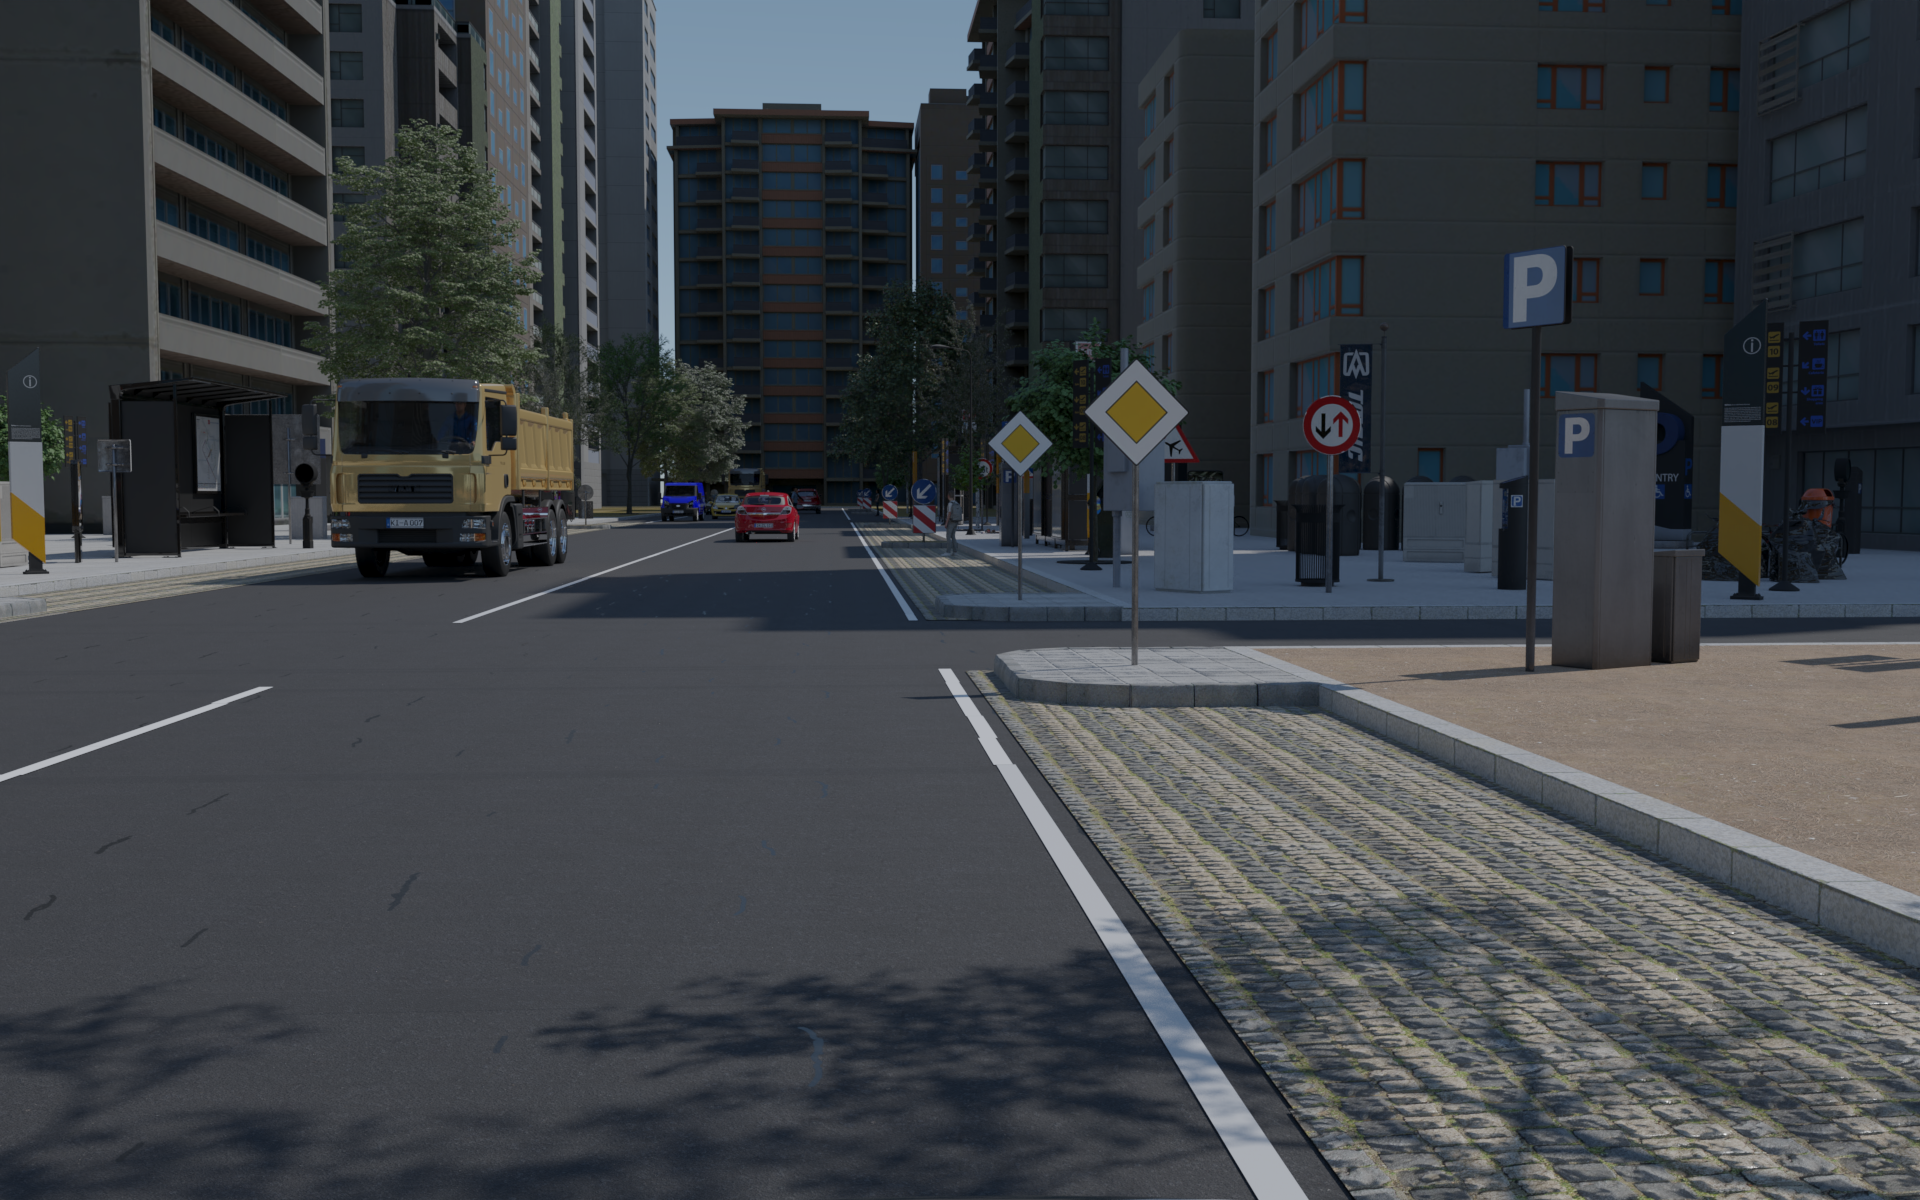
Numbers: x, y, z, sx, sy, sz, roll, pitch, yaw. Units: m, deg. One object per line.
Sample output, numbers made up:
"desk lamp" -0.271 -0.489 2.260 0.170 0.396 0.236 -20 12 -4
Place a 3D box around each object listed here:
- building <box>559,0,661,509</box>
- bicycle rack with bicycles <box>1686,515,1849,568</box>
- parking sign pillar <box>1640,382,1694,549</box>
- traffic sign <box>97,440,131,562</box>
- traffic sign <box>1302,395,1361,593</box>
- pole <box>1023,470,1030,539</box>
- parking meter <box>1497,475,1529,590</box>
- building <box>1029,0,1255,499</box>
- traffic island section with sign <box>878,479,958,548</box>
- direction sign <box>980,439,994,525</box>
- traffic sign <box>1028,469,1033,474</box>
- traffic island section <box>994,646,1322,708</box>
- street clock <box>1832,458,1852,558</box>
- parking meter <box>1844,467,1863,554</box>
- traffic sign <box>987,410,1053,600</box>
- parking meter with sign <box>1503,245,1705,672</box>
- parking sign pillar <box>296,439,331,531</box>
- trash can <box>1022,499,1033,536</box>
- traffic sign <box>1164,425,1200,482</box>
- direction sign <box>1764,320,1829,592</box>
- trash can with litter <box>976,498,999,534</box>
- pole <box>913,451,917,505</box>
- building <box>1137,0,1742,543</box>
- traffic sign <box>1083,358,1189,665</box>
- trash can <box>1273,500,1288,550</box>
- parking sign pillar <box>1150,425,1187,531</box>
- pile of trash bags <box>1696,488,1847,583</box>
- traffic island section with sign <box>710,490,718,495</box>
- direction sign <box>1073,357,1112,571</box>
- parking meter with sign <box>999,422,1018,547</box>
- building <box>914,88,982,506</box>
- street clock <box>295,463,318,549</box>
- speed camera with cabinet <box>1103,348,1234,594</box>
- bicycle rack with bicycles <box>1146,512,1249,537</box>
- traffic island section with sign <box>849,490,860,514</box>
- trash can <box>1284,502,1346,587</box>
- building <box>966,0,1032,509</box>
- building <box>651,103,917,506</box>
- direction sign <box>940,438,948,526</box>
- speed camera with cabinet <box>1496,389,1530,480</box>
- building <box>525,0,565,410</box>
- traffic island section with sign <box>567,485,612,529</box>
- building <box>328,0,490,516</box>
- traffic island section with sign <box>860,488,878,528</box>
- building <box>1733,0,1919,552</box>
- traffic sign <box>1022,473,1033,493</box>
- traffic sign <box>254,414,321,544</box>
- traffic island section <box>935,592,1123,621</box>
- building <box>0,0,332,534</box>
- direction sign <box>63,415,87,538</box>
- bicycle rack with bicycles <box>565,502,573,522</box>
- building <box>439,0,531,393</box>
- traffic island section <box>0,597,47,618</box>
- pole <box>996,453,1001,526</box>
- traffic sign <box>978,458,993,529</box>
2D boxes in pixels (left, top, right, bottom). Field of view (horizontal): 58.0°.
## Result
"building" -48.236 -39.857 193.655 28.212 58.520 21.231 0 4 -4
"bicycle rack with bicycles" 14.429 -1.055 30.639 2.925 0.926 2.852 -1 4 -13
"parking sign pillar" 16.669 -3.218 41.089 1.447 3.967 1.447 -3 5 -40
"traffic sign" -15.857 -1.858 32.501 0.606 2.300 0.079 0 4 -2
"traffic sign" 4.794 -1.366 22.437 0.768 2.556 0.104 0 4 -4
"pole" 1.910 -3.415 49.672 0.158 3.312 0.155 0 3 0
"parking meter" 7.428 -0.909 23.270 0.372 1.533 0.369 0 3 0
"building" 11.040 -20.559 107.840 14.160 30.474 14.107 0 4 -4
"traffic island section with sign" -1.109 -2.303 46.274 1.989 1.847 2.006 0 4 -4
"direction sign" 1.111 -4.831 70.987 0.379 3.537 0.876 3 5 41
"traffic sign" 2.239 -2.977 48.780 0.768 2.556 0.104 0 4 2
"traffic island section" 1.329 0.567 13.003 2.009 0.180 2.903 0 4 -4
"street clock" 17.749 -1.853 34.871 0.358 2.002 0.471 3 4 38
"parking meter" 19.142 -1.921 37.126 0.255 1.863 0.399 3 5 44
"traffic sign" 0.723 -1.055 20.888 0.795 2.450 0.064 0 4 -4
"parking meter with sign" 4.824 -1.015 12.862 1.738 3.016 0.543 -2 4 -31
"parking sign pillar" -22.779 -4.422 60.766 1.447 3.967 1.447 3 4 39
"trash can" 2.009 -2.558 53.477 0.748 1.137 0.748 0 3 0
"traffic sign" 3.629 -1.804 29.500 0.884 2.594 0.081 0 4 5
"direction sign" 10.929 -1.887 22.857 0.876 3.537 0.379 2 4 35
"trash can with litter" 1.336 -2.789 56.650 1.678 1.210 2.233 -2 4 -31
"pole" -2.162 -5.448 82.919 0.158 3.312 0.155 0 3 0
"building" 22.374 -13.158 60.172 27.650 21.520 28.899 0 4 -4
"traffic sign" 1.306 -0.568 12.924 0.795 2.450 0.064 0 4 -4
"trash can" 7.574 -1.721 39.784 0.748 1.137 0.748 0 3 0
"parking sign pillar" 7.366 -4.402 60.448 1.447 3.967 1.447 -2 4 -31
"pile of trash bags" 12.598 -1.024 26.488 1.912 1.369 3.447 3 5 44
"traffic island section with sign" -21.183 -8.630 149.726 1.989 1.847 2.006 0 4 -4
"direction sign" 2.214 -2.270 29.119 0.379 3.537 0.876 -3 5 -41
"parking meter with sign" 1.218 -2.830 42.526 0.543 3.016 1.738 0 4 -4
"building" 2.344 -33.330 195.055 14.200 45.320 14.600 0 4 -4
"street clock" -15.365 -2.214 40.761 0.471 2.002 0.358 0 4 4
"speed camera with cabinet" 2.773 -1.761 23.125 0.660 3.252 2.038 -2 4 -34
"bicycle rack with bicycles" 7.413 -2.415 52.874 2.925 0.926 2.852 2 4 24
"traffic island section with sign" -6.738 -7.005 123.156 1.989 1.847 2.006 0 4 -4
"trash can" 4.983 -0.762 24.119 0.748 1.137 0.748 0 3 0
"building" 12.026 -30.282 149.731 22.147 44.769 28.867 0 4 -4
"building" -19.623 -33.176 197.053 28.867 44.769 22.147 0 4 -4
"direction sign" -0.615 -4.771 69.996 0.379 3.537 0.876 1 4 17
"speed camera with cabinet" 10.960 -2.391 33.433 0.660 3.252 2.038 3 4 37
"building" -37.646 -27.235 128.893 14.154 41.232 14.086 0 4 -4
"traffic island section with sign" -15.451 -3.845 71.486 1.989 1.847 2.006 0 4 -4
"building" -35.769 -20.115 100.588 14.160 30.474 14.107 0 4 -4
"traffic island section with sign" -3.101 -3.965 73.458 1.989 1.847 2.006 0 4 -4
"building" 27.347 -21.650 37.568 14.086 41.232 14.154 0 4 -4
"traffic sign" 2.154 -3.557 58.164 0.884 2.594 0.081 0 4 1
"traffic sign" -17.474 -3.083 44.284 2.265 3.308 0.079 0 4 2
"traffic island section" 0.746 0.080 20.967 2.009 0.180 2.903 0 4 -4
"building" -37.274 -26.921 63.858 21.300 48.544 21.600 0 4 -4
"direction sign" -25.694 -3.570 50.372 0.379 3.537 0.876 1 4 12
"bicycle rack with bicycles" -19.173 -4.080 80.088 2.852 0.926 2.925 -1 4 -18
"building" -36.875 -28.413 114.671 14.600 45.320 14.200 0 4 -4
"traffic island section" -12.012 0.137 20.041 2.009 0.180 2.903 0 4 -4
"pole" 1.580 -4.679 70.342 0.158 3.312 0.155 0 3 0
"traffic sign" 0.789 -3.766 61.678 0.768 2.556 0.104 0 4 4
